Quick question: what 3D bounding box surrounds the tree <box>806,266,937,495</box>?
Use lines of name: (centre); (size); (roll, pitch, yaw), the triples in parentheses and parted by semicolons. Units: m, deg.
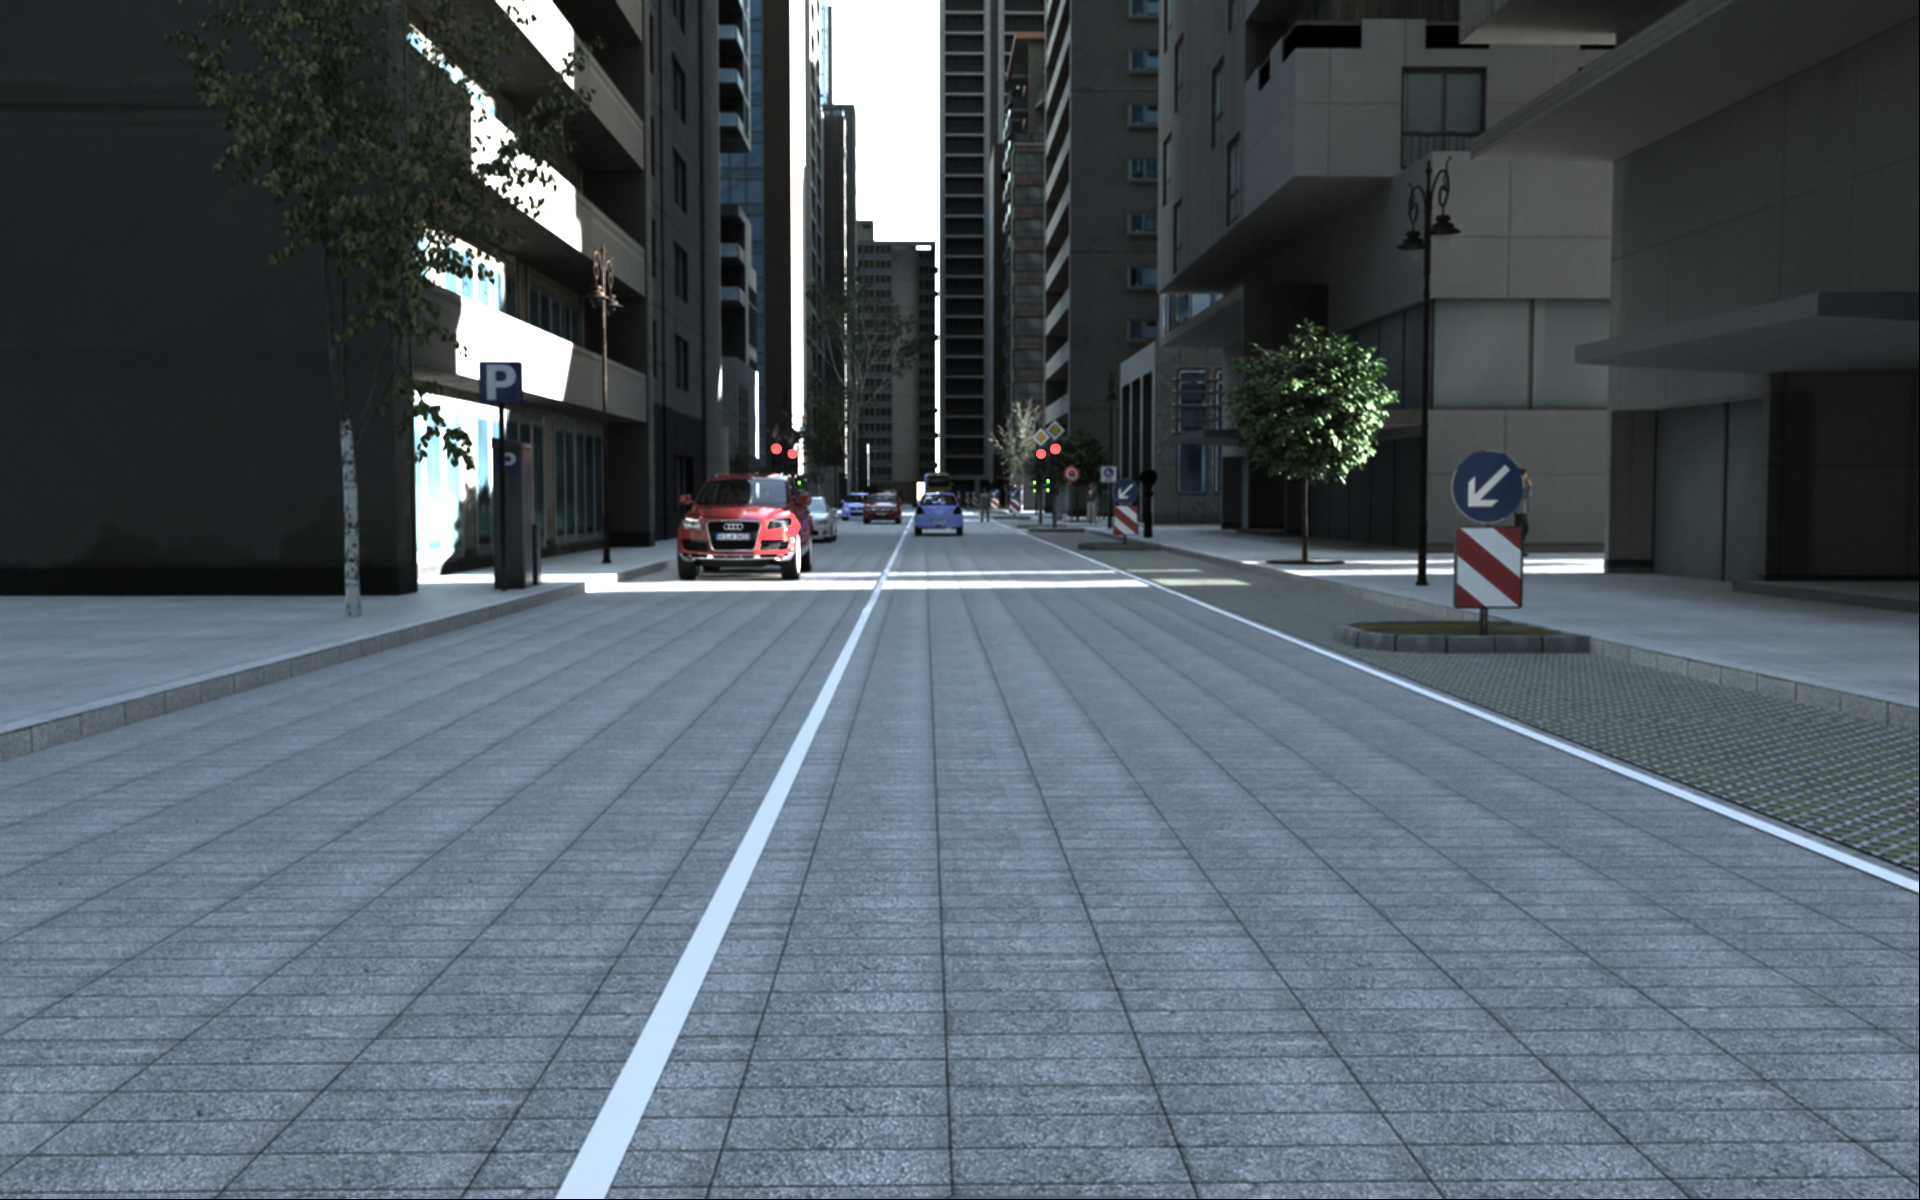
tree: (-8.085, -17.503, 142.065); (12.611, 20.169, 13.585); (0, 3, 0)

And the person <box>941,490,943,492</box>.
person: (-1.627, -8.179, 142.899); (0.598, 1.740, 0.731); (0, 4, 8)

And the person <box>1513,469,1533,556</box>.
person: (11.615, -1.810, 35.816); (0.473, 1.802, 0.592); (2, 4, 26)

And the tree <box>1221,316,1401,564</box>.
tree: (6.506, -2.962, 32.148); (4.285, 4.588, 4.351); (0, 3, 0)

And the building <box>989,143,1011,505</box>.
building: (10.830, -34.638, 216.445); (14.600, 45.320, 14.200); (0, 4, -1)

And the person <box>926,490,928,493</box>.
person: (-2.779, -8.446, 146.939); (0.374, 1.781, 0.599); (3, 5, 40)

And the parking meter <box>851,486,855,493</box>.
parking meter: (-8.198, -7.780, 132.916); (0.255, 1.863, 0.399); (0, 4, 4)

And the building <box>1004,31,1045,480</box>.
building: (15.591, -31.180, 164.413); (22.147, 44.769, 28.867); (0, 4, -1)

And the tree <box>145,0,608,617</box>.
tree: (-6.117, -4.124, 17.798); (4.737, 8.622, 4.395); (0, 3, 0)

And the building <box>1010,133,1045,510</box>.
building: (11.058, -22.636, 141.798); (14.160, 30.474, 14.107); (0, 4, -1)

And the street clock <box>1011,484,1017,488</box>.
street clock: (3.957, -7.465, 126.620); (0.358, 2.002, 0.471); (3, 4, 37)

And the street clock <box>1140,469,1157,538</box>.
street clock: (5.543, -2.840, 51.000); (0.471, 2.002, 0.358); (-2, 4, -24)

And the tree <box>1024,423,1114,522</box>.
tree: (5.443, -5.919, 80.486); (4.285, 4.588, 4.351); (0, 3, 0)

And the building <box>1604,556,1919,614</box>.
building: (21.833, -26.020, 14.663); (28.713, 52.752, 27.495); (0, 4, -1)

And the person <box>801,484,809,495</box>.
person: (-8.132, -5.174, 90.822); (0.466, 1.800, 0.511); (-1, 4, -9)

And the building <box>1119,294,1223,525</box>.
building: (23.441, -47.040, 81.780); (31.000, 86.520, 22.319); (0, 4, -1)

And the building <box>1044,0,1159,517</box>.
building: (16.652, -29.615, 107.906); (21.300, 48.544, 21.600); (0, 4, -1)

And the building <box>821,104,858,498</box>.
building: (-17.742, -30.139, 176.359); (14.154, 41.232, 14.086); (0, 4, -1)

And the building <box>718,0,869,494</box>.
building: (-27.118, -54.905, 210.370); (31.000, 86.520, 22.319); (0, 4, -1)

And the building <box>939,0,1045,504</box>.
building: (7.339, -49.207, 242.791); (20.611, 71.187, 20.563); (0, 4, -1)

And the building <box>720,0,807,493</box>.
building: (-18.649, -29.103, 125.943); (14.600, 45.320, 14.200); (0, 4, -1)

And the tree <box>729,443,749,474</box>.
tree: (-8.410, -4.297, 64.850); (1.663, 3.219, 1.824); (0, 3, 0)

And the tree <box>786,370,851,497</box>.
tree: (-8.285, -9.333, 102.955); (4.737, 8.622, 4.395); (0, 3, 0)

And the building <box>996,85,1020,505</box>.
building: (16.264, -35.125, 193.909); (23.786, 49.044, 30.456); (0, 4, -1)

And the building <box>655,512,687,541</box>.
building: (-18.558, -37.483, 51.098); (20.611, 71.187, 20.563); (0, 4, -1)

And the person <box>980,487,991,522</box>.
person: (1.293, -4.912, 89.092); (0.678, 1.792, 0.850); (1, 4, 20)

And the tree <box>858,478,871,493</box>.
tree: (-10.899, -12.621, 200.955); (1.663, 3.219, 1.824); (0, 3, 0)

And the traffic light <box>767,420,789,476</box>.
traffic light: (-6.885, -4.678, 65.410); (0.839, 4.253, 0.868); (0, 4, -1)

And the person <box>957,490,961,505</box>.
person: (-0.095, -7.995, 139.552); (0.374, 1.781, 0.599); (1, 4, 8)

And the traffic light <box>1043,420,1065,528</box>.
traffic light: (3.574, -4.692, 65.642); (0.839, 4.253, 0.868); (0, 4, -1)

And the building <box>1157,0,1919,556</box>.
building: (20.918, -28.186, 50.080); (28.713, 52.752, 27.495); (0, 4, -1)

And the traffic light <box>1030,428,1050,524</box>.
traffic light: (3.408, -5.181, 73.625); (0.839, 4.253, 0.868); (0, 4, -1)

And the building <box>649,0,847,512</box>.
building: (-20.948, -44.012, 157.844); (20.563, 71.187, 20.611); (0, 4, -1)

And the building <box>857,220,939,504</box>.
building: (-15.064, -34.038, 248.396); (23.993, 40.220, 32.217); (0, 4, -1)

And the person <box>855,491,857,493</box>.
person: (-9.004, -8.728, 148.662); (0.836, 1.842, 0.656); (2, 4, 27)

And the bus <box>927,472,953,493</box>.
bus: (-2.207, -12.235, 191.584); (2.896, 3.916, 12.252); (0, 4, 0)

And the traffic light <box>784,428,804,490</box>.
traffic light: (-7.051, -5.167, 73.393); (0.839, 4.253, 0.868); (0, 4, -1)

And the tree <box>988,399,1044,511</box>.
tree: (4.518, -11.103, 131.893); (4.360, 8.622, 3.978); (0, 3, 0)

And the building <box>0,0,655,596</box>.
building: (-17.971, -24.891, 30.675); (21.300, 48.544, 21.600); (0, 4, -1)

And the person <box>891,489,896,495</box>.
person: (-5.272, -7.764, 135.445); (0.555, 1.821, 0.388); (-1, 4, -20)

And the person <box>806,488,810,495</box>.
person: (-12.054, -7.969, 136.598); (0.793, 1.790, 0.793); (-3, 5, -41)
